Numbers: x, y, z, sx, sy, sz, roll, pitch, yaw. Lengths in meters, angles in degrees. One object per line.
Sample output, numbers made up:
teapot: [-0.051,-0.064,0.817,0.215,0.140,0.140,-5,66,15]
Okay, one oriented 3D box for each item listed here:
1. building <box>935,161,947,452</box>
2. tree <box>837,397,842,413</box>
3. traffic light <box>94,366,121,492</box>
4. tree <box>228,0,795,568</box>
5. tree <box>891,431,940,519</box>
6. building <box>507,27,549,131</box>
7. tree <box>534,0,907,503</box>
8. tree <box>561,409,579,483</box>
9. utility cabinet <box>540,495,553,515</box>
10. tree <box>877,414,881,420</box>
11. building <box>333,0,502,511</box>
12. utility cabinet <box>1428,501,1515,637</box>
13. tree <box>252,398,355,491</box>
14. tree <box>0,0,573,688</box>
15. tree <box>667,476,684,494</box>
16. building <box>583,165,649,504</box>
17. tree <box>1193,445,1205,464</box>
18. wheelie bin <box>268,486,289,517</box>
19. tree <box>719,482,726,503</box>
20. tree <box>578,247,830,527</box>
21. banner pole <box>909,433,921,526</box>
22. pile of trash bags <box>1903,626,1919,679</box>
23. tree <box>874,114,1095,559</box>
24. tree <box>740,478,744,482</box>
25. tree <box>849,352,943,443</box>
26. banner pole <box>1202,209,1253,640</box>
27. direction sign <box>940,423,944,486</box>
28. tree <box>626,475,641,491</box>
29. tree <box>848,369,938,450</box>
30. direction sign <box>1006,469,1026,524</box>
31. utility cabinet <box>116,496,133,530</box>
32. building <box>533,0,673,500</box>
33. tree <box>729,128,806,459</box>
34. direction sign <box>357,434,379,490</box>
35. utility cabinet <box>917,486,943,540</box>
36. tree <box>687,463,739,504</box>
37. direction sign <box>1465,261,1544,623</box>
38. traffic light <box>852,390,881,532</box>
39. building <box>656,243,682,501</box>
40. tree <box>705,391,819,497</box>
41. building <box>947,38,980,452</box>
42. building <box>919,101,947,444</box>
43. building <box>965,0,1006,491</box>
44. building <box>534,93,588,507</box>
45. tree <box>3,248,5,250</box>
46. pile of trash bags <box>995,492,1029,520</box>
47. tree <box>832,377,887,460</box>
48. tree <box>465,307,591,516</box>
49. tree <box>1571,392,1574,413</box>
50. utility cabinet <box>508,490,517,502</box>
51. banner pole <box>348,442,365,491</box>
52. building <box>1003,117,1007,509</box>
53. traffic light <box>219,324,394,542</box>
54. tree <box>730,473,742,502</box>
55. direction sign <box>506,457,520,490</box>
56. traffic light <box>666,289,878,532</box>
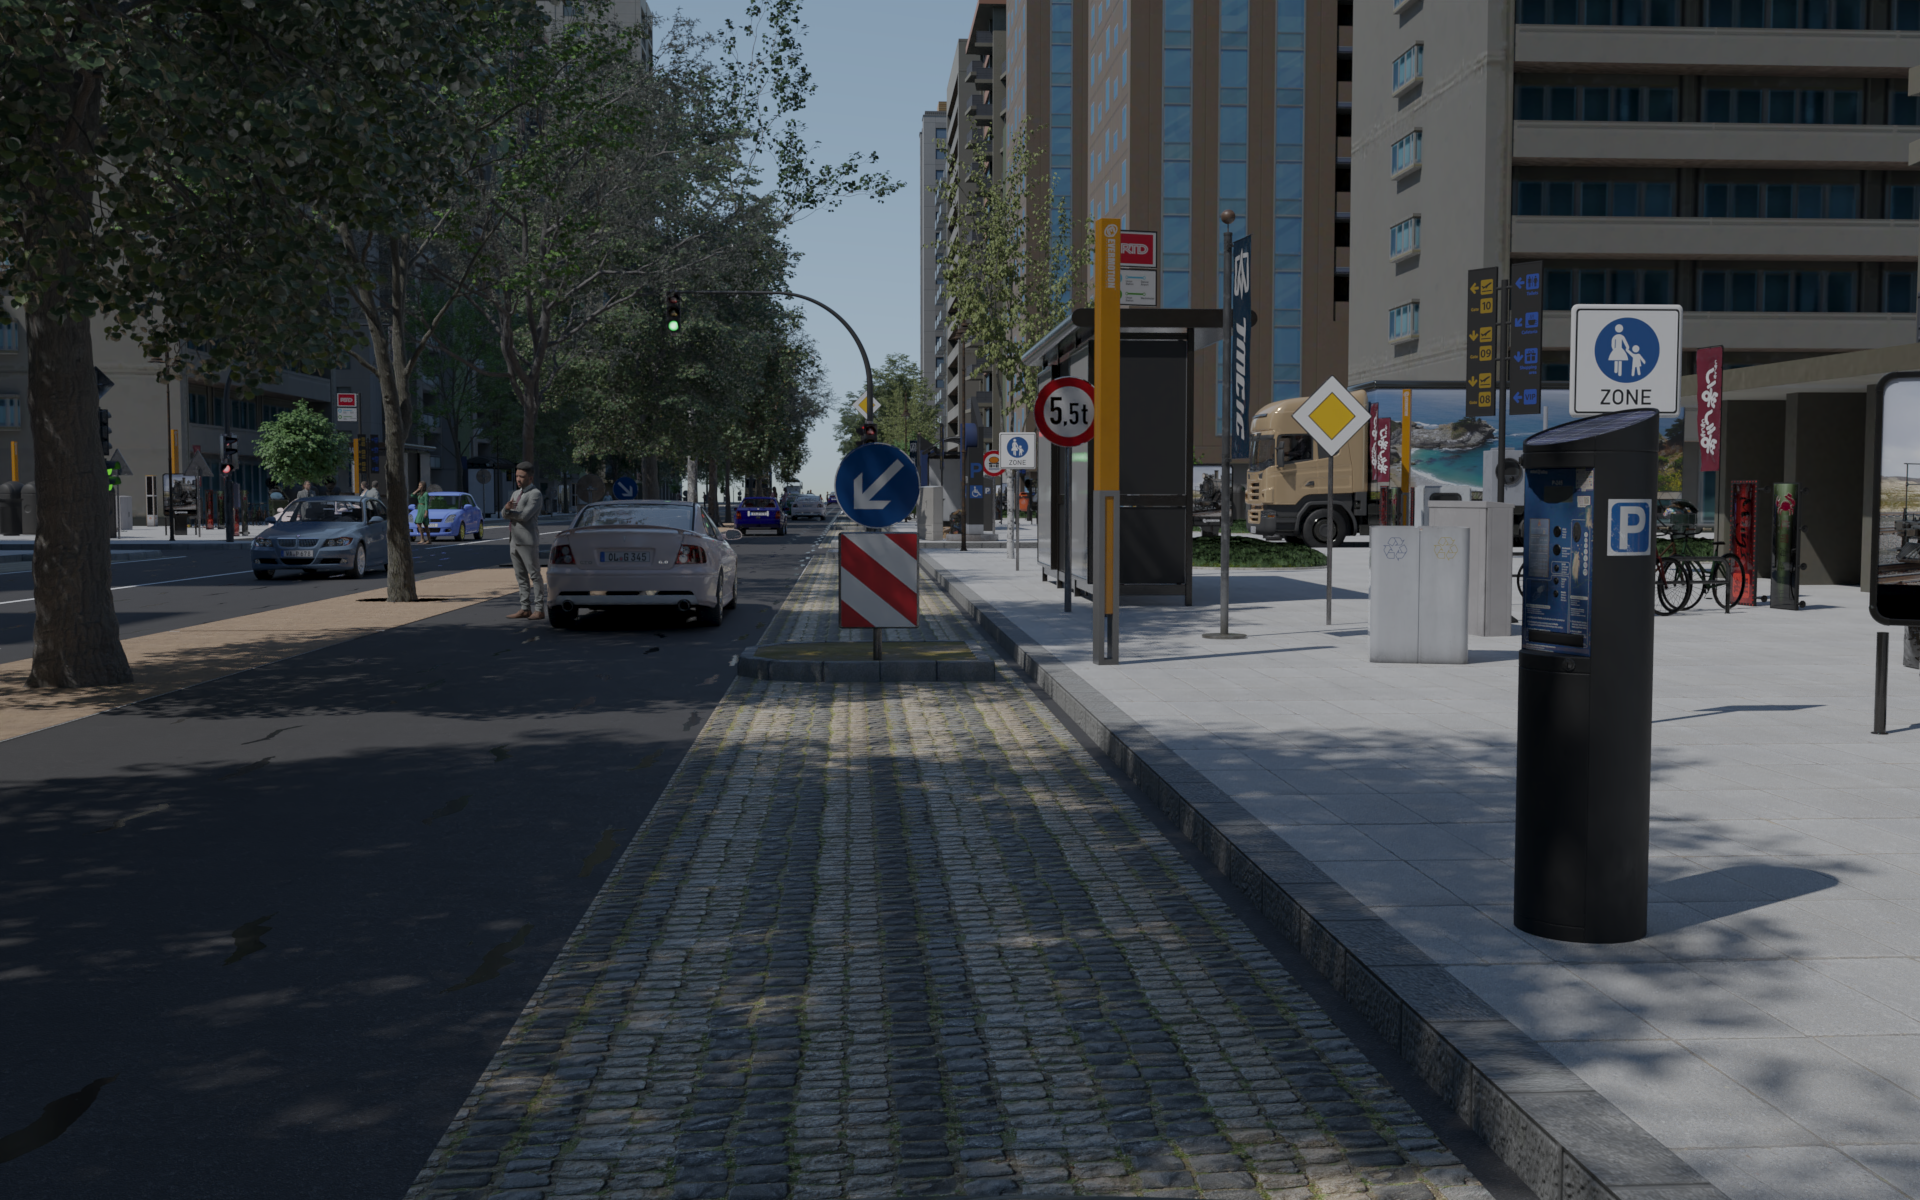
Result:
building: [8.046,-37.824,238.031,23.786,49.044,30.456,0,4,-4]
tree: [-11.532,-10.567,85.593,12.009,13.543,11.850,0,3,0]
traffic light: [-18.930,-3.004,38.035,0.839,4.253,0.868,0,4,-4]
tree: [-8.468,-7.393,33.699,12.009,13.543,11.850,0,3,0]
tree: [-2.320,-6.504,90.052,4.285,4.588,4.351,0,3,0]
building: [-47.489,-30.180,148.062,22.147,44.769,28.867,0,4,-4]
tree: [-8.666,-12.522,63.085,12.611,20.169,13.585,0,3,0]
tree: [-27.110,-13.413,136.308,9.611,12.733,9.660,0,3,0]
utility cabinet: [-25.685,-5.868,107.101,1.020,1.237,0.306,1,4,9]
tree: [-6.032,-12.273,151.027,4.360,8.622,3.978,0,3,0]
building: [-41.328,-27.124,127.073,14.154,41.232,14.086,0,4,-4]
utility cabinet: [4.723,-0.299,16.044,0.306,1.237,1.020,-1,4,-15]
tree: [-22.412,-4.597,58.871,4.285,4.588,4.351,0,3,0]
tree: [-6.586,-6.323,12.497,9.857,13.997,8.962,0,3,0]
tree: [-30.314,-11.559,183.598,1.663,3.219,1.824,0,3,0]
building: [-51.653,-34.916,225.498,22.147,44.769,28.867,0,4,-4]
tree: [9.162,-4.500,68.183,1.663,3.219,1.824,0,3,0]
wheelie bin: [-26.154,-3.581,66.451,0.693,1.594,0.980,-3,4,-36]
tree: [-34.788,-15.863,253.955,1.663,3.219,1.824,0,3,0]
tree: [-10.645,-9.476,74.403,9.611,12.733,9.660,0,3,0]
banner pole: [-1.798,-4.934,70.692,0.401,3.779,0.863,-3,5,-43]
pile of trash bags: [7.903,-0.172,12.559,1.912,1.369,3.447,2,4,27]
tree: [1.162,-5.110,33.916,4.737,8.622,4.395,0,3,0]
tree: [-35.566,-21.236,265.341,7.486,12.596,7.792,0,3,0]
tree: [-4.797,-13.505,138.927,7.486,12.596,7.792,0,3,0]
banner pole: [2.396,-1.535,15.115,0.401,3.779,0.863,-1,4,-9]
direction sign: [-0.582,-3.885,55.519,0.379,3.537,0.876,0,4,6]
tree: [-28.909,-9.704,153.257,1.663,3.219,1.824,0,3,0]
tree: [-5.000,-11.892,128.850,7.601,10.594,8.767,0,4,8]
direction sign: [2.362,-4.967,73.212,0.876,3.537,0.379,-1,4,-13]
utility cabinet: [-29.951,-3.108,61.971,0.306,1.237,1.020,0,4,-5]
building: [-52.493,-49.619,249.518,20.563,71.187,20.611,0,4,-4]
tree: [-9.031,-8.644,50.441,9.857,13.997,8.962,0,3,0]
direction sign: [-22.427,-4.508,65.699,0.379,3.537,0.876,3,5,40]
utility cabinet: [-0.844,-2.403,47.975,0.318,1.500,1.173,-2,4,-23]
tree: [-34.449,-19.365,234.750,7.486,12.596,7.792,0,3,0]
direction sign: [5.393,-1.544,17.239,0.379,3.537,0.876,-2,4,-35]
traffic light: [-2.546,-3.556,47.061,0.839,4.253,0.868,0,4,-4]
building: [-50.952,-35.765,268.350,14.154,41.232,14.086,0,4,-4]
tree: [-12.884,-10.508,108.670,8.767,10.594,7.601,0,4,-4]
building: [9.842,-33.956,178.882,21.300,48.544,21.600,0,4,-4]
building: [4.333,-44.338,266.927,21.231,58.520,28.212,0,4,-4]
building: [11.852,-30.536,153.887,22.147,44.769,28.867,0,4,-4]
building: [-44.967,-29.749,169.984,14.154,41.232,14.086,0,4,-4]
tree: [-20.171,-6.763,28.710,7.486,12.596,7.792,0,3,0]
pile of trash bags: [1.832,-4.639,85.595,3.447,1.369,1.912,1,4,17]
tree: [-8.935,-16.993,184.484,9.857,13.997,8.962,0,3,0]
tree: [-25.453,-11.260,102.235,7.486,12.596,7.792,0,3,0]
tree: [3.596,-4.623,1.340,9.928,11.665,9.643,0,3,0]
utility cabinet: [-25.748,-5.652,101.089,1.173,1.500,0.318,-3,4,-38]
banner pole: [-25.558,-5.111,73.581,0.863,3.779,0.401,0,4,-3]
building: [10.092,-22.081,132.726,14.160,30.474,14.107,0,4,-4]
traffic light: [-17.341,-4.373,46.168,4.771,5.953,1.251,0,4,-4]
tree: [-35.919,-19.820,274.426,4.737,8.622,4.395,0,3,0]
direction sign: [-27.590,-7.035,107.016,0.876,3.537,0.379,0,4,2]
traffic light: [-4.134,-3.924,38.822,4.771,5.953,1.251,0,4,-4]
